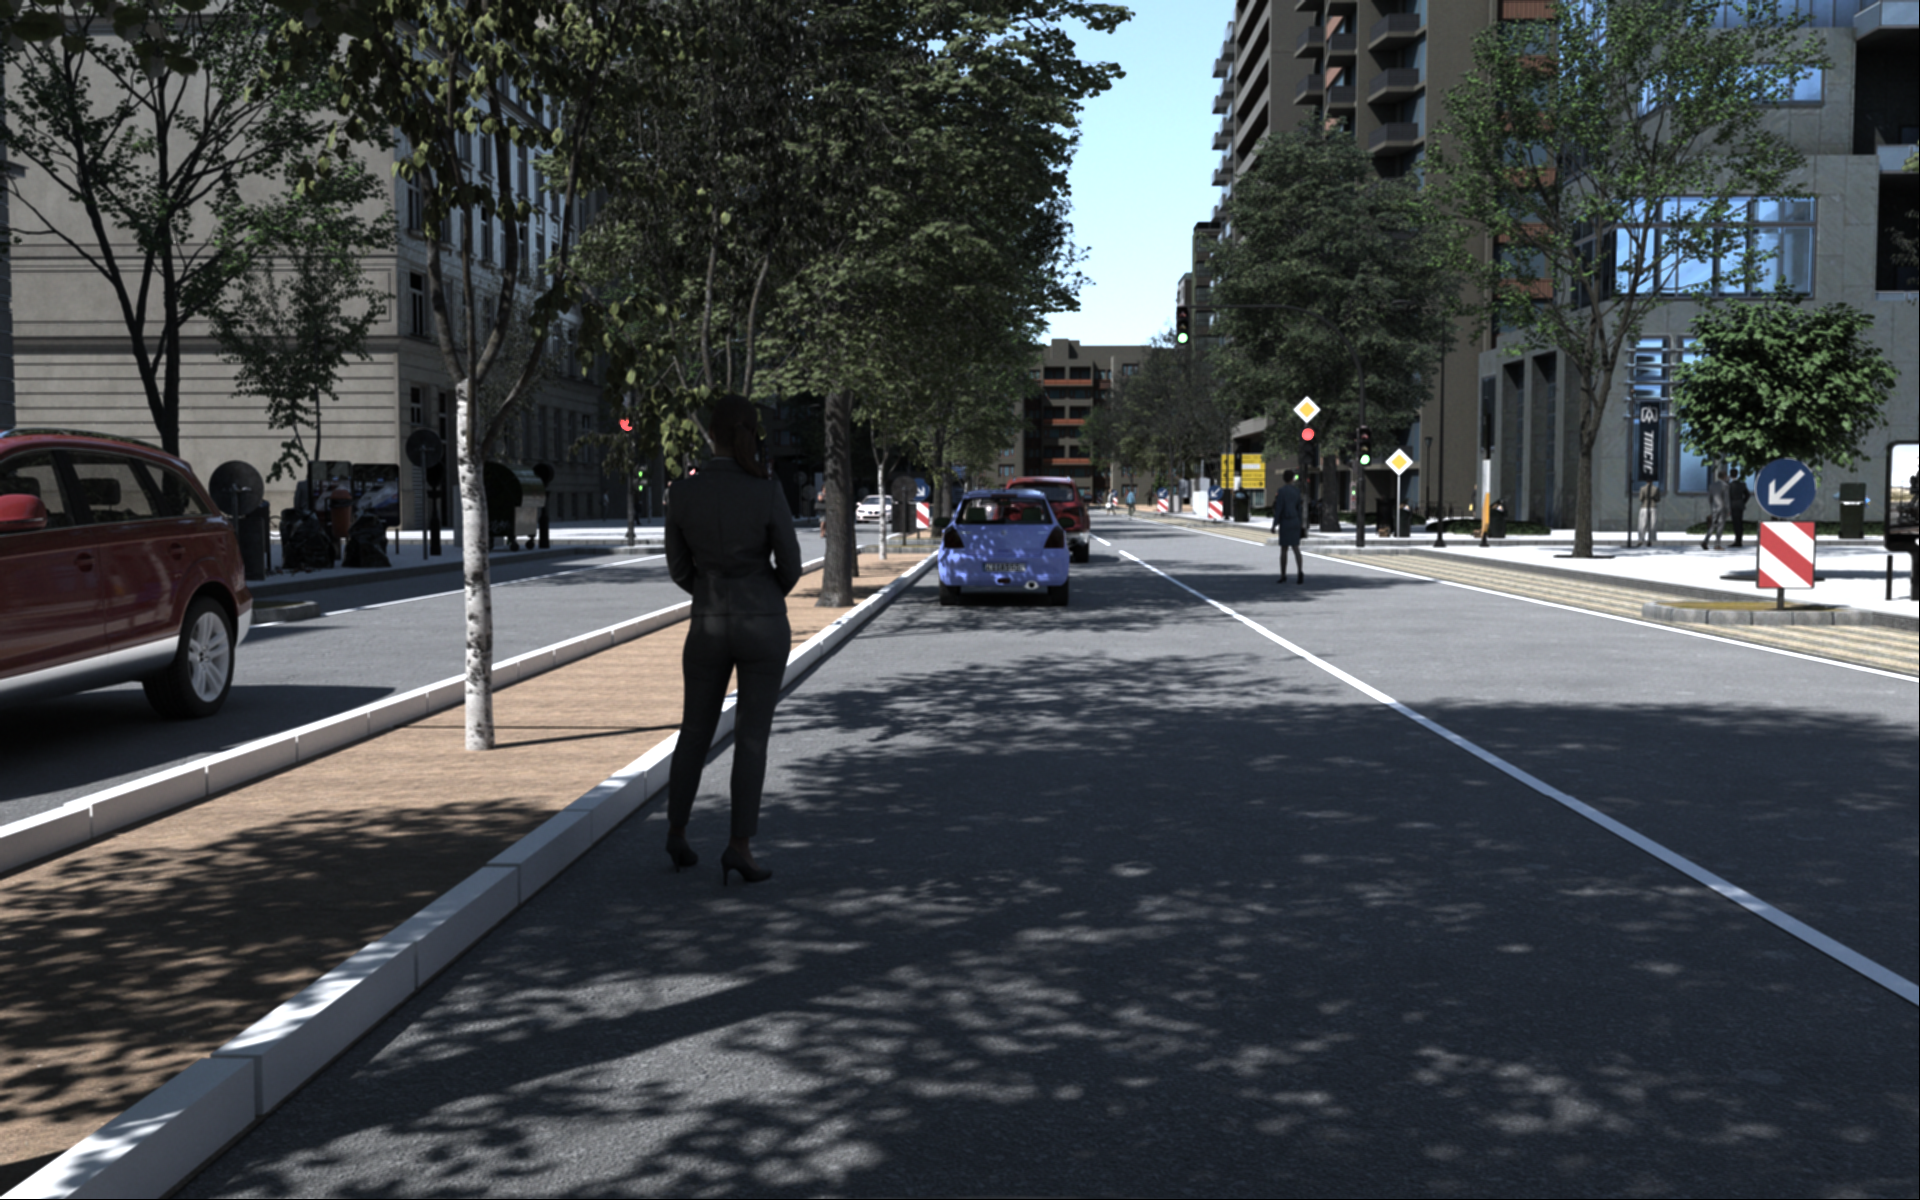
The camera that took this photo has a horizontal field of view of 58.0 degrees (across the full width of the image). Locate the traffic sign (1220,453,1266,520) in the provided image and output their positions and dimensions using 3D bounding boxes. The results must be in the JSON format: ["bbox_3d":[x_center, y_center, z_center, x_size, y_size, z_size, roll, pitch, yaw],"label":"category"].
[{"bbox_3d":[14.126,-5.662,86.440,2.265,3.308,0.079,0,4,5],"label":"traffic sign"}]

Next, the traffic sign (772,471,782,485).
[{"bbox_3d":[-10.355,-5.900,96.473,0.884,2.594,0.081,1,4,10],"label":"traffic sign"}]

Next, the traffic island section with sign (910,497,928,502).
[{"bbox_3d":[-4.043,-8.772,152.046,1.989,1.847,2.006,0,4,2],"label":"traffic island section with sign"}]

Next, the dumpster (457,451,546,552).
[{"bbox_3d":[-10.364,-2.242,39.158,1.502,2.255,1.985,0,4,2],"label":"dumpster"}]

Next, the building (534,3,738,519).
[{"bbox_3d":[-25.789,-18.389,105.180,19.350,26.468,34.151,0,4,2],"label":"building"}]

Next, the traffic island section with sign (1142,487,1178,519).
[{"bbox_3d":[11.673,-5.667,101.282,1.989,1.847,2.006,0,4,2],"label":"traffic island section with sign"}]

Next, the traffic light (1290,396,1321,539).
[{"bbox_3d":[9.896,-3.714,49.645,0.839,4.253,0.868,0,4,2],"label":"traffic light"}]

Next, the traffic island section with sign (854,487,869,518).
[{"bbox_3d":[-5.707,-5.772,102.999,1.989,1.847,2.006,0,4,2],"label":"traffic island section with sign"}]

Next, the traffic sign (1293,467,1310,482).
[{"bbox_3d":[14.799,-4.621,75.563,0.884,2.594,0.081,1,4,10],"label":"traffic sign"}]

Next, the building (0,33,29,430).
[{"bbox_3d":[-30.715,-11.441,28.853,24.055,21.916,13.314,0,4,2],"label":"building"}]

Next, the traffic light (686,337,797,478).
[{"bbox_3d":[-5.663,-4.619,50.184,4.771,5.953,1.251,0,4,2],"label":"traffic light"}]

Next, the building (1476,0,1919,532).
[{"bbox_3d":[37.361,-46.092,66.269,31.000,86.520,22.319,0,4,2],"label":"building"}]

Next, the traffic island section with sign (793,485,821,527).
[{"bbox_3d":[-6.612,-4.124,76.059,1.989,1.847,2.006,0,4,2],"label":"traffic island section with sign"}]

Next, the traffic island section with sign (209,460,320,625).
[{"bbox_3d":[-8.494,-0.683,19.798,1.989,1.847,2.006,0,4,2],"label":"traffic island section with sign"}]

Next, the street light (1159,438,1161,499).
[{"bbox_3d":[13.876,-9.306,124.700,1.470,5.913,1.316,0,4,2],"label":"street light"}]

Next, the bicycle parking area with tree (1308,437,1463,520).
[{"bbox_3d":[21.015,-6.136,87.321,8.231,4.147,9.016,1,4,13],"label":"bicycle parking area with tree"}]

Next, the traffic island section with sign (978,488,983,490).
[{"bbox_3d":[1.362,-7.141,124.885,2.006,1.907,1.989,0,4,2],"label":"traffic island section with sign"}]

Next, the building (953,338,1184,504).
[{"bbox_3d":[14.011,-23.564,230.315,28.899,21.520,27.650,0,4,2],"label":"building"}]

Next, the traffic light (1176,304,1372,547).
[{"bbox_3d":[7.534,-4.093,41.593,4.771,5.953,1.251,0,4,2],"label":"traffic light"}]

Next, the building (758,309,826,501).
[{"bbox_3d":[-28.021,-20.563,181.247,28.899,21.520,27.650,0,4,2],"label":"building"}]

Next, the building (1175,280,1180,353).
[{"bbox_3d":[35.291,-27.604,223.028,14.107,30.474,14.160,0,4,2],"label":"building"}]

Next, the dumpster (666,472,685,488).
[{"bbox_3d":[-10.925,-4.105,69.618,1.502,2.255,1.985,0,4,2],"label":"dumpster"}]

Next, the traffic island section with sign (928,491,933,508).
[{"bbox_3d":[-3.144,-10.422,179.034,1.989,1.847,2.006,0,4,2],"label":"traffic island section with sign"}]

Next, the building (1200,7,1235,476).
[{"bbox_3d":[35.420,-33.165,161.850,23.786,49.044,30.456,0,4,2],"label":"building"}]

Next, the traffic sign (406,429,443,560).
[{"bbox_3d":[-10.454,-2.061,33.797,0.768,2.556,0.104,0,4,7],"label":"traffic sign"}]

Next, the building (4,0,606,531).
[{"bbox_3d":[-25.940,-14.676,73.230,16.112,22.955,30.059,0,4,2],"label":"building"}]

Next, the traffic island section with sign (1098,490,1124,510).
[{"bbox_3d":[13.375,-8.780,152.187,1.989,1.847,2.006,0,4,2],"label":"traffic island section with sign"}]

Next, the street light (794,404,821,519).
[{"bbox_3d":[-7.922,-7.176,89.873,1.470,5.913,1.316,0,4,2],"label":"street light"}]

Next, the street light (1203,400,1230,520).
[{"bbox_3d":[12.667,-6.912,85.547,1.470,5.913,1.316,0,4,2],"label":"street light"}]

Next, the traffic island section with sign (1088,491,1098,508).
[{"bbox_3d":[14.286,-10.428,179.127,1.989,1.847,2.006,0,4,2],"label":"traffic island section with sign"}]

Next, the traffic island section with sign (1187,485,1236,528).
[{"bbox_3d":[10.770,-4.019,74.342,1.989,1.847,2.006,0,4,2],"label":"traffic island section with sign"}]

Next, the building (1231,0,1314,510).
[{"bbox_3d":[33.386,-31.302,135.488,21.300,48.544,21.600,0,4,2],"label":"building"}]

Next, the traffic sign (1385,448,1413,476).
[{"bbox_3d":[12.601,-3.054,49.665,0.795,2.593,0.064,1,4,9],"label":"traffic sign"}]

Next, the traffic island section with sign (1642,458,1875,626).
[{"bbox_3d":[8.927,-0.676,19.683,1.989,1.847,2.006,0,4,2],"label":"traffic island section with sign"}]

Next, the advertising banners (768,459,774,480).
[{"bbox_3d":[-10.193,-5.468,85.594,2.074,3.025,0.090,-1,4,-16],"label":"advertising banners"}]

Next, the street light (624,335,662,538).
[{"bbox_3d":[-9.154,-4.784,50.764,1.470,5.913,1.316,0,4,2],"label":"street light"}]

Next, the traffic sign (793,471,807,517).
[{"bbox_3d":[-8.992,-5.954,97.457,0.768,2.556,0.104,0,4,2],"label":"traffic sign"}]

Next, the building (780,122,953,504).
[{"bbox_3d":[-11.854,-36.931,227.520,21.600,48.544,21.300,0,4,2],"label":"building"}]

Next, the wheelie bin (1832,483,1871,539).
[{"bbox_3d":[25.408,-2.536,49.378,0.980,1.594,0.693,2,4,30],"label":"wheelie bin"}]

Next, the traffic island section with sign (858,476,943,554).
[{"bbox_3d":[-1.409,-2.095,42.386,2.006,1.907,1.989,0,4,2],"label":"traffic island section with sign"}]

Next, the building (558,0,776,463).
[{"bbox_3d":[-29.750,-33.654,139.487,28.713,52.752,27.495,0,4,2],"label":"building"}]

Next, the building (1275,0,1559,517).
[{"bbox_3d":[32.720,-27.708,107.652,22.147,44.769,28.867,0,4,2],"label":"building"}]

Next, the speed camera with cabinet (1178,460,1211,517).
[{"bbox_3d":[14.735,-7.002,108.824,2.038,3.252,0.660,3,4,37],"label":"speed camera with cabinet"}]

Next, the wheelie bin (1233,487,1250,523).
[{"bbox_3d":[12.680,-4.297,78.159,0.693,1.594,0.980,0,4,-7],"label":"wheelie bin"}]

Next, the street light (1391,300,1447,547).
[{"bbox_3d":[11.026,-4.224,41.604,1.470,5.913,1.316,0,4,2],"label":"street light"}]

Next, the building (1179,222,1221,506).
[{"bbox_3d":[31.541,-25.285,185.110,14.160,30.474,14.107,0,4,2],"label":"building"}]

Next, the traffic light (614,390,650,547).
[{"bbox_3d":[-8.024,-3.261,42.239,0.839,4.253,0.868,0,4,2],"label":"traffic light"}]
